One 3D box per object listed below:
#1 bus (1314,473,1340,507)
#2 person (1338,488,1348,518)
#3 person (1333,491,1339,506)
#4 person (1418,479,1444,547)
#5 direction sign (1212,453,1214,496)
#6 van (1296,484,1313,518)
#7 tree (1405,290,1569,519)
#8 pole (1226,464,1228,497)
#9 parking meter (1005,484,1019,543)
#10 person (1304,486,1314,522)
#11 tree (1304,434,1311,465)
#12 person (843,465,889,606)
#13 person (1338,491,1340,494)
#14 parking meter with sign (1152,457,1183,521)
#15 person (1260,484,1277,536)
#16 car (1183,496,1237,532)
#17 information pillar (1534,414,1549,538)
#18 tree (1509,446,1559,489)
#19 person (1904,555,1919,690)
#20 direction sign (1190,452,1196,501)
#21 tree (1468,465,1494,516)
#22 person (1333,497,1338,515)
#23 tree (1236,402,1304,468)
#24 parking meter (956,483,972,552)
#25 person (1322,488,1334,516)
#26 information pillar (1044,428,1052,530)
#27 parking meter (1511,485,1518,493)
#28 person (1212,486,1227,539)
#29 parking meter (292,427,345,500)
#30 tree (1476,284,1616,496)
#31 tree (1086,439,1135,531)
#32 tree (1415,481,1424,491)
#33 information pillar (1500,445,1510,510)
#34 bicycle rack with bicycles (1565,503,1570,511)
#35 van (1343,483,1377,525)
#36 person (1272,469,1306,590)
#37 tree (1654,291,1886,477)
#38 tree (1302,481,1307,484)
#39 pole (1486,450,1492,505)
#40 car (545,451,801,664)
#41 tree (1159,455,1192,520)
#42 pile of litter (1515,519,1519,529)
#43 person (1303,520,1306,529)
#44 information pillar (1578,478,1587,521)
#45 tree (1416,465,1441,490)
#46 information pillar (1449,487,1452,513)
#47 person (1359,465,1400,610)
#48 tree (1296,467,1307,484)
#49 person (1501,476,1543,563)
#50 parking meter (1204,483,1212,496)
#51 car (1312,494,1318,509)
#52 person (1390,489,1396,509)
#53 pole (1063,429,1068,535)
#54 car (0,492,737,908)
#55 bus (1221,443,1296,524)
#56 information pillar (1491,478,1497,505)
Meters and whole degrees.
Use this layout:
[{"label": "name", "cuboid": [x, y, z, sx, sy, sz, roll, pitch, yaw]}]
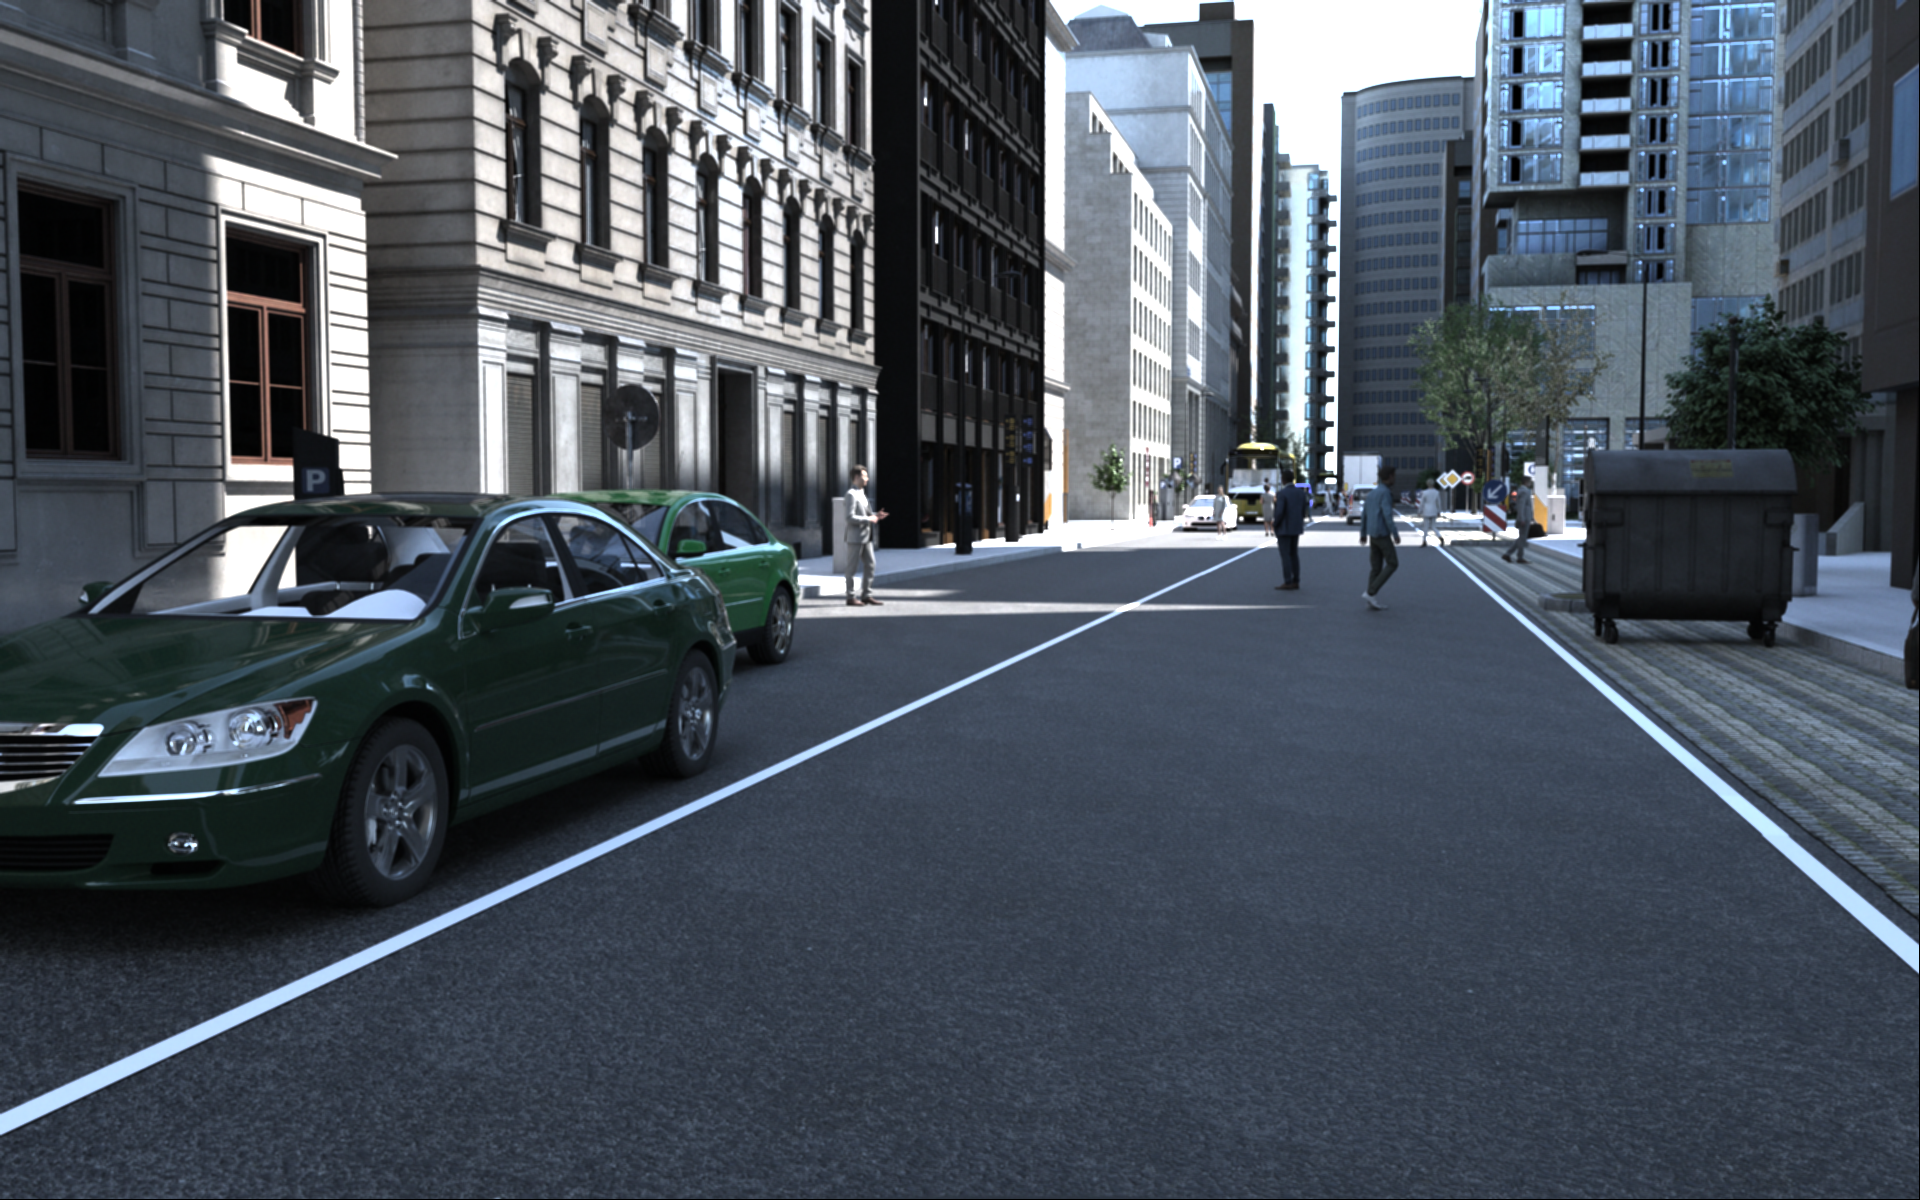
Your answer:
[{"label": "bus", "cuboid": [42.855, -12.873, 202.020, 2.896, 3.916, 12.252, 1, 4, 13]}, {"label": "person", "cuboid": [22.844, -5.793, 103.312, 0.616, 1.811, 0.778, 1, 4, 17]}, {"label": "person", "cuboid": [37.620, -10.011, 172.900, 1.217, 1.735, 0.721, -2, 4, -28]}, {"label": "person", "cuboid": [12.604, -2.318, 46.285, 0.514, 1.842, 0.818, -2, 4, -29]}, {"label": "direction sign", "cuboid": [13.843, -6.287, 94.796, 0.379, 3.537, 0.876, 0, 4, 6]}, {"label": "van", "cuboid": [20.080, -6.109, 104.272, 2.240, 2.365, 5.245, 1, 4, 15]}, {"label": "tree", "cuboid": [27.217, -10.020, 89.590, 9.928, 11.665, 9.643, 0, 3, 0]}, {"label": "pole", "cuboid": [18.396, -7.673, 119.302, 0.158, 3.312, 0.155, 0, 3, 0]}, {"label": "parking meter", "cuboid": [1.375, -2.287, 45.797, 0.372, 1.533, 0.369, 0, 3, 0]}, {"label": "person", "cuboid": [17.585, -4.854, 87.842, 0.713, 1.824, 0.794, -1, 4, -21]}, {"label": "tree", "cuboid": [37.235, -14.889, 193.799, 4.737, 8.622, 4.395, 0, 3, 0]}, {"label": "person", "cuboid": [-1.219, -0.825, 22.194, 0.583, 1.804, 0.606, 1, 4, 10]}, {"label": "person", "cuboid": [38.260, -10.101, 174.469, 0.721, 1.723, 1.217, 0, 4, -6]}, {"label": "parking meter with sign", "cuboid": [9.756, -5.226, 81.710, 1.738, 3.016, 0.543, -3, 5, -45]}, {"label": "person", "cuboid": [10.568, -3.066, 58.988, 0.716, 1.782, 0.532, 0, 4, 3]}, {"label": "car", "cuboid": [9.766, -3.368, 67.435, 2.083, 1.381, 4.827, 1, 4, 13]}, {"label": "information pillar", "cuboid": [17.201, -3.661, 51.218, 0.183, 3.616, 0.504, -2, 4, -24]}, {"label": "tree", "cuboid": [38.644, -8.144, 116.867, 4.285, 4.588, 4.351, 0, 3, 0]}, {"label": "person", "cuboid": [4.884, 0.027, 8.185, 0.709, 1.813, 0.853, 1, 4, 20]}, {"label": "direction sign", "cuboid": [12.591, -6.216, 93.633, 0.379, 3.537, 0.876, 2, 4, 29]}, {"label": "tree", "cuboid": [30.468, -6.524, 101.262, 1.663, 3.219, 1.824, 0, 3, 0]}, {"label": "person", "cuboid": [25.818, -6.484, 119.190, 0.332, 1.250, 0.352, -1, 4, -14]}, {"label": "tree", "cuboid": [23.801, -11.327, 135.552, 4.737, 8.622, 4.395, 0, 3, 0]}, {"label": "parking meter", "cuboid": [0.087, -1.815, 38.086, 0.372, 1.533, 0.369, 0, 3, 0]}, {"label": "person", "cuboid": [24.161, -6.441, 113.695, 0.514, 1.842, 0.818, -3, 5, -43]}, {"label": "information pillar", "cuboid": [3.090, -4.268, 61.139, 0.183, 3.616, 0.504, -2, 4, -24]}, {"label": "parking meter", "cuboid": [36.303, -6.587, 113.413, 0.399, 1.863, 0.255, 0, 4, 5]}, {"label": "person", "cuboid": [8.257, -2.780, 54.955, 0.512, 1.701, 0.522, 2, 4, 31]}, {"label": "parking meter", "cuboid": [-5.605, -0.579, 15.175, 0.399, 1.863, 0.255, -1, 4, -13]}, {"label": "tree", "cuboid": [20.601, -6.744, 60.632, 4.360, 8.622, 3.978, 0, 3, 0]}, {"label": "tree", "cuboid": [5.452, -4.043, 60.710, 1.663, 3.219, 1.824, 0, 3, 0]}, {"label": "tree", "cuboid": [56.266, -13.318, 212.351, 1.663, 3.219, 1.824, 0, 3, 0]}, {"label": "information pillar", "cuboid": [26.079, -5.600, 82.907, 0.504, 3.616, 0.183, -2, 4, -28]}, {"label": "bicycle rack with bicycles", "cuboid": [37.101, -5.634, 105.500, 2.852, 0.926, 2.925, 0, 4, -5]}, {"label": "van", "cuboid": [19.029, -4.545, 81.325, 2.013, 2.044, 4.112, 1, 4, 11]}, {"label": "person", "cuboid": [4.946, -1.058, 25.973, 0.721, 1.800, 0.419, -3, 5, -43]}, {"label": "tree", "cuboid": [13.085, -2.718, 28.154, 4.285, 4.588, 4.351, 0, 3, 0]}, {"label": "tree", "cuboid": [43.724, -13.883, 221.581, 1.663, 3.219, 1.824, 0, 3, 0]}, {"label": "pole", "cuboid": [24.367, -5.254, 79.743, 0.158, 3.312, 0.155, 0, 3, 0]}, {"label": "car", "cuboid": [-2.661, -0.287, 13.497, 1.959, 1.807, 4.718, 1, 4, 13]}, {"label": "tree", "cuboid": [10.721, -5.609, 86.308, 1.663, 3.219, 1.824, 0, 3, 0]}, {"label": "pile of litter", "cuboid": [20.885, -3.014, 63.251, 1.719, 0.858, 1.176, -3, 5, -43]}, {"label": "person", "cuboid": [13.787, -3.676, 70.405, 0.589, 1.601, 0.330, 0, 4, -5]}, {"label": "information pillar", "cuboid": [29.186, -4.692, 81.202, 0.304, 2.012, 0.304, 2, 4, 27]}, {"label": "tree", "cuboid": [53.406, -13.005, 196.347, 4.285, 4.588, 4.351, 0, 3, 0]}, {"label": "information pillar", "cuboid": [34.075, -7.056, 119.856, 0.304, 2.012, 0.304, 0, 4, 2]}, {"label": "person", "cuboid": [5.166, -0.767, 21.391, 0.444, 1.785, 0.601, 0, 4, -7]}, {"label": "tree", "cuboid": [34.666, -12.093, 181.434, 4.285, 4.588, 4.351, 0, 3, 0]}, {"label": "person", "cuboid": [11.619, -1.654, 35.669, 0.853, 1.813, 0.709, 0, 4, 8]}, {"label": "parking meter", "cuboid": [12.793, -5.117, 89.367, 0.399, 1.863, 0.255, 3, 5, 41]}, {"label": "car", "cuboid": [34.276, -9.808, 170.582, 2.015, 1.641, 3.980, 1, 4, 13]}, {"label": "person", "cuboid": [31.875, -7.324, 128.234, 0.794, 1.824, 0.713, -2, 4, -24]}, {"label": "pole", "cuboid": [3.321, -3.710, 54.504, 0.158, 3.312, 0.155, 0, 3, 0]}, {"label": "car", "cuboid": [-2.506, 0.253, 7.656, 2.131, 1.459, 4.920, 1, 4, 13]}, {"label": "bus", "cuboid": [15.187, -5.837, 86.990, 2.896, 3.916, 12.252, 1, 4, 15]}, {"label": "information pillar", "cuboid": [24.618, -4.623, 80.081, 0.304, 2.012, 0.304, -1, 4, -10]}]
